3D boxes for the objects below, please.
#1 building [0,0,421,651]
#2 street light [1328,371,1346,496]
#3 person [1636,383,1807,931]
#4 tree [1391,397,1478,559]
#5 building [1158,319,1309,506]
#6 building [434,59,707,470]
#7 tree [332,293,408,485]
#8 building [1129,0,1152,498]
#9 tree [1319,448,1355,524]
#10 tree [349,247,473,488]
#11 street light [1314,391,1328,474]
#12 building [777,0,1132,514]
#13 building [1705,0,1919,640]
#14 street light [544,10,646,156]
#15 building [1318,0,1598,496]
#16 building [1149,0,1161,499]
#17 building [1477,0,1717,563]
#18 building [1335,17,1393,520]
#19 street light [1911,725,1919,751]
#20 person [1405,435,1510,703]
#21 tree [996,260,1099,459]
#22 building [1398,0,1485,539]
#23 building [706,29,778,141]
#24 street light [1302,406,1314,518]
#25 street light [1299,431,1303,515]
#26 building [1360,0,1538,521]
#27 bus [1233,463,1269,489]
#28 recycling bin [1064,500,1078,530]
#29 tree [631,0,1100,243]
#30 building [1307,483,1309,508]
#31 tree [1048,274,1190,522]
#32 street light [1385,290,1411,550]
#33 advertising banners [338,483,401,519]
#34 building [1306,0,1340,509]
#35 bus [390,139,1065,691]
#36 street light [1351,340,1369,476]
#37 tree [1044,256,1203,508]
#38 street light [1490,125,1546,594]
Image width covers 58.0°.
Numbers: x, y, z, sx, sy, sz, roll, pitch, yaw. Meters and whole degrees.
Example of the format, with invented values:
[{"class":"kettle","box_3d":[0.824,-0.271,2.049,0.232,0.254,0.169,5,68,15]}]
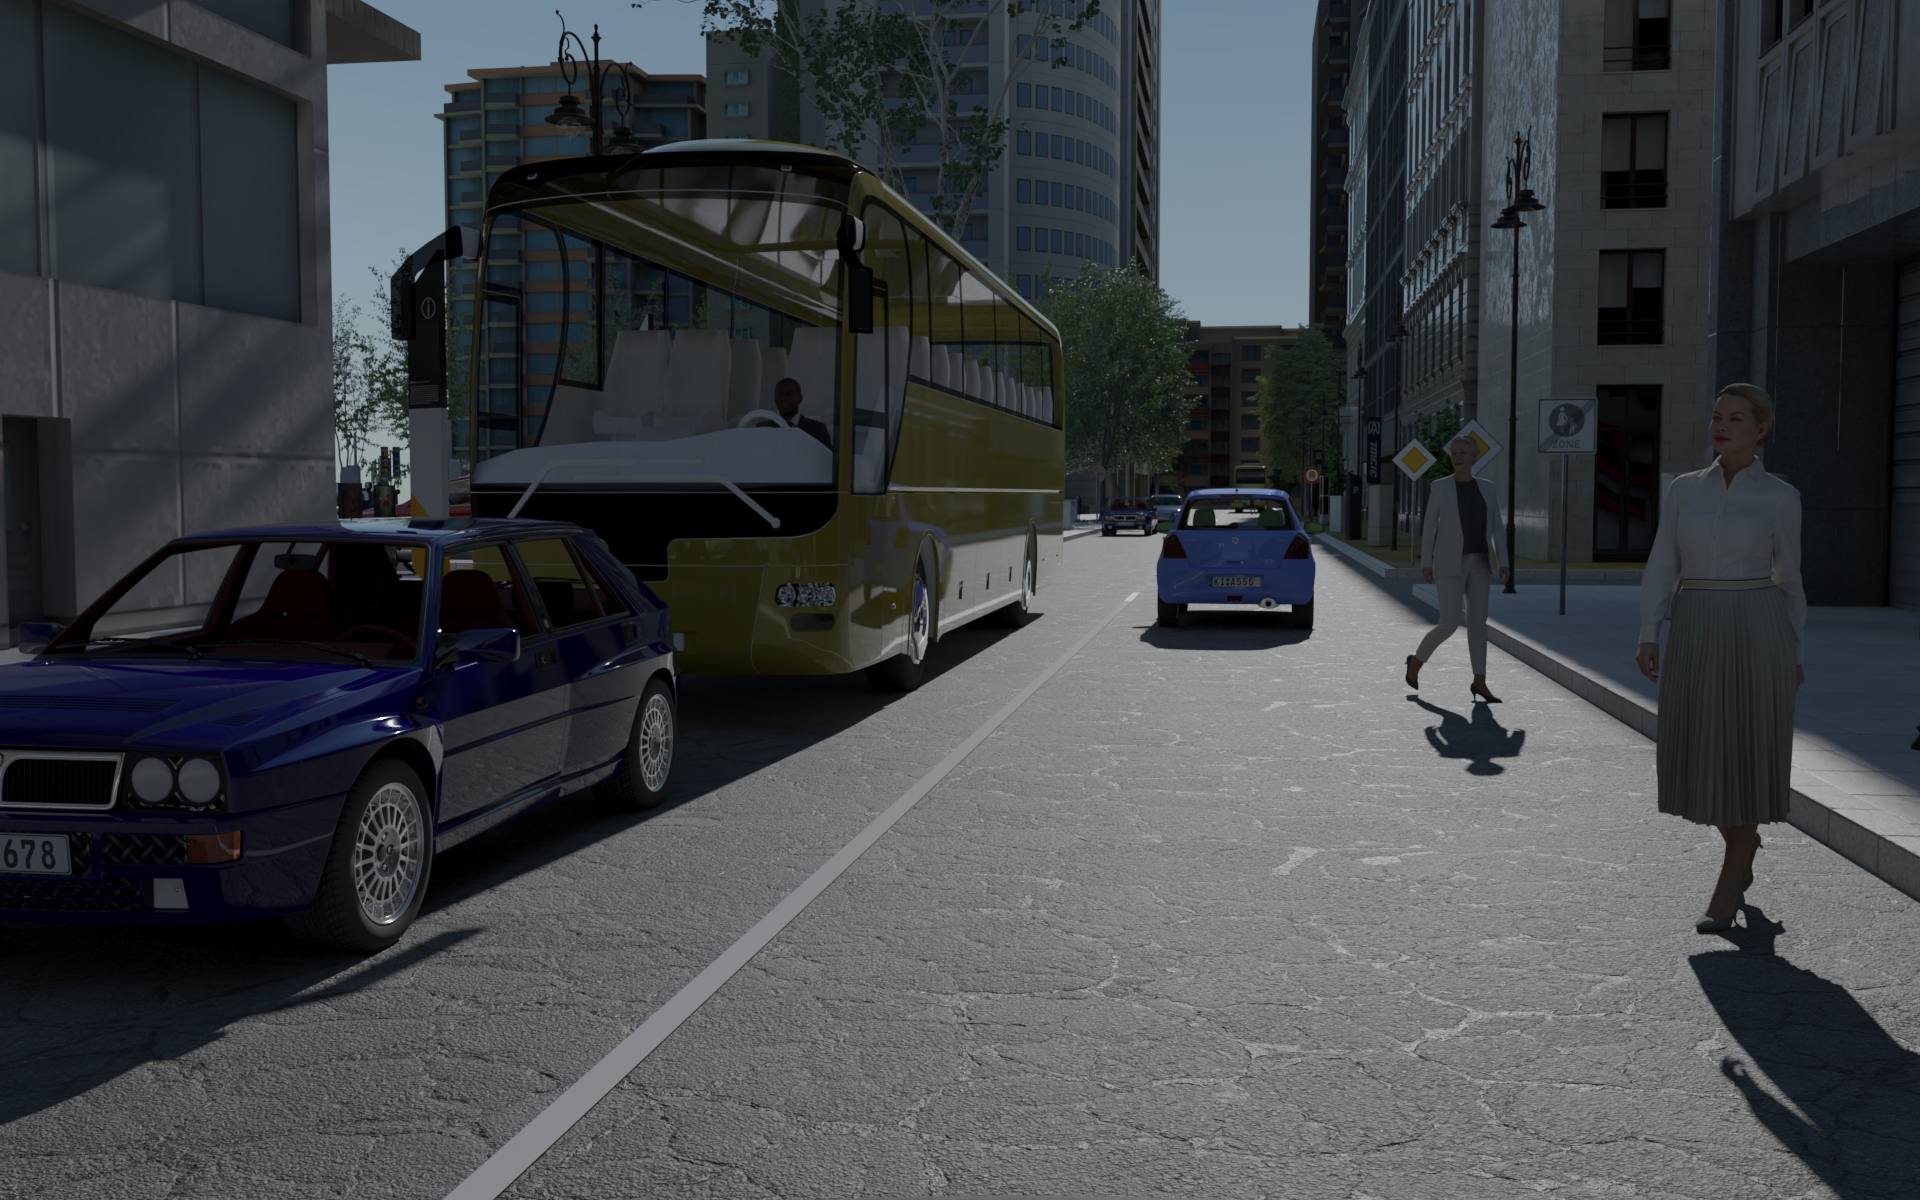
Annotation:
[{"class":"building","box_3d":[-20.860,-25.669,8.925,27.495,52.752,28.713,1,4,9]},{"class":"street light","box_3d":[14.208,-5.644,65.062,0.468,5.910,1.993,1,4,9]},{"class":"person","box_3d":[2.614,0.175,5.872,0.641,1.798,0.478,-3,5,-43]},{"class":"tree","box_3d":[9.734,-2.439,34.486,1.663,3.219,1.824,0,3,0]},{"class":"building","box_3d":[26.554,-22.013,204.949,28.899,21.520,27.650,1,4,9]},{"class":"building","box_3d":[-36.898,-32.009,177.963,28.867,44.769,22.147,1,4,9]},{"class":"tree","box_3d":[-22.257,-6.886,62.944,4.360,8.622,3.978,0,3,0]},{"class":"building","box_3d":[4.838,-31.968,146.378,21.300,48.544,21.600,1,4,9]},{"class":"tree","box_3d":[15.855,-4.824,73.477,1.663,3.219,1.824,0,3,0]},{"class":"tree","box_3d":[-15.894,-6.189,51.546,4.737,8.622,4.395,0,3,0]},{"class":"street light","box_3d":[16.320,-6.427,77.875,0.468,5.910,1.993,1,4,9]},{"class":"building","box_3d":[0.589,-35.448,121.578,21.231,58.520,28.212,1,4,9]},{"class":"building","box_3d":[13.297,-11.710,9.476,12.078,24.808,19.932,1,4,9]},{"class":"street light","box_3d":[-3.578,-2.717,17.205,0.468,5.910,1.993,1,4,9]},{"class":"building","box_3d":[39.119,-29.241,132.718,22.147,44.769,28.867,1,4,9]},{"class":"building","box_3d":[9.004,-44.800,170.732,20.611,71.187,20.563,1,4,9]},{"class":"building","box_3d":[20.130,-11.057,35.533,16.860,20.320,10.420,1,4,9]},{"class":"building","box_3d":[27.836,-18.817,93.566,13.634,28.700,20.117,1,4,9]},{"class":"street light","box_3d":[4.874,-2.185,8.512,0.468,5.910,1.993,1,4,9]},{"class":"person","box_3d":[3.487,-0.232,12.167,0.514,1.842,0.818,-2,4,-29]},{"class":"tree","box_3d":[2.090,-6.333,53.901,4.737,8.622,4.395,0,3,0]},{"class":"building","box_3d":[18.602,-12.333,50.796,9.793,20.994,18.267,1,4,9]},{"class":"building","box_3d":[-12.015,-33.637,173.663,21.600,48.544,21.300,1,4,9]},{"class":"street light","box_3d":[18.418,-7.230,90.998,0.468,5.910,1.993,1,4,9]},{"class":"street light","box_3d":[20.663,-8.043,104.297,0.468,5.910,1.993,1,4,9]},{"class":"building","box_3d":[24.690,-17.007,71.577,14.314,27.812,24.014,1,4,9]},{"class":"bus","box_3d":[23.128,-8.946,137.820,2.896,3.916,12.252,1,4,10]},{"class":"recycling bin","box_3d":[3.671,-3.000,61.605,0.722,1.027,0.722,1,4,14]},{"class":"tree","box_3d":[-1.831,-11.364,41.696,12.611,20.169,13.585,0,3,0]},{"class":"building","box_3d":[41.186,-29.690,169.018,14.154,41.232,14.086,1,4,9]},{"class":"tree","box_3d":[6.868,-9.494,80.976,9.928,11.665,9.643,0,3,0]},{"class":"street light","box_3d":[9.913,-4.071,39.355,0.468,5.910,1.993,1,4,9]},{"class":"advertising banners","box_3d":[-8.530,-1.718,24.278,0.090,3.025,2.074,1,4,19]},{"class":"building","box_3d":[38.483,-30.855,154.588,14.600,45.320,14.200,1,4,9]},{"class":"bus","box_3d":[-0.928,-1.493,15.966,2.896,3.916,12.252,1,4,10]},{"class":"street light","box_3d":[12.016,-4.855,52.168,0.468,5.910,1.993,1,4,9]},{"class":"tree","box_3d":[8.072,-11.331,91.911,9.857,13.997,8.962,0,3,0]},{"class":"street light","box_3d":[7.111,-3.024,22.228,0.468,5.910,1.993,1,4,9]}]
